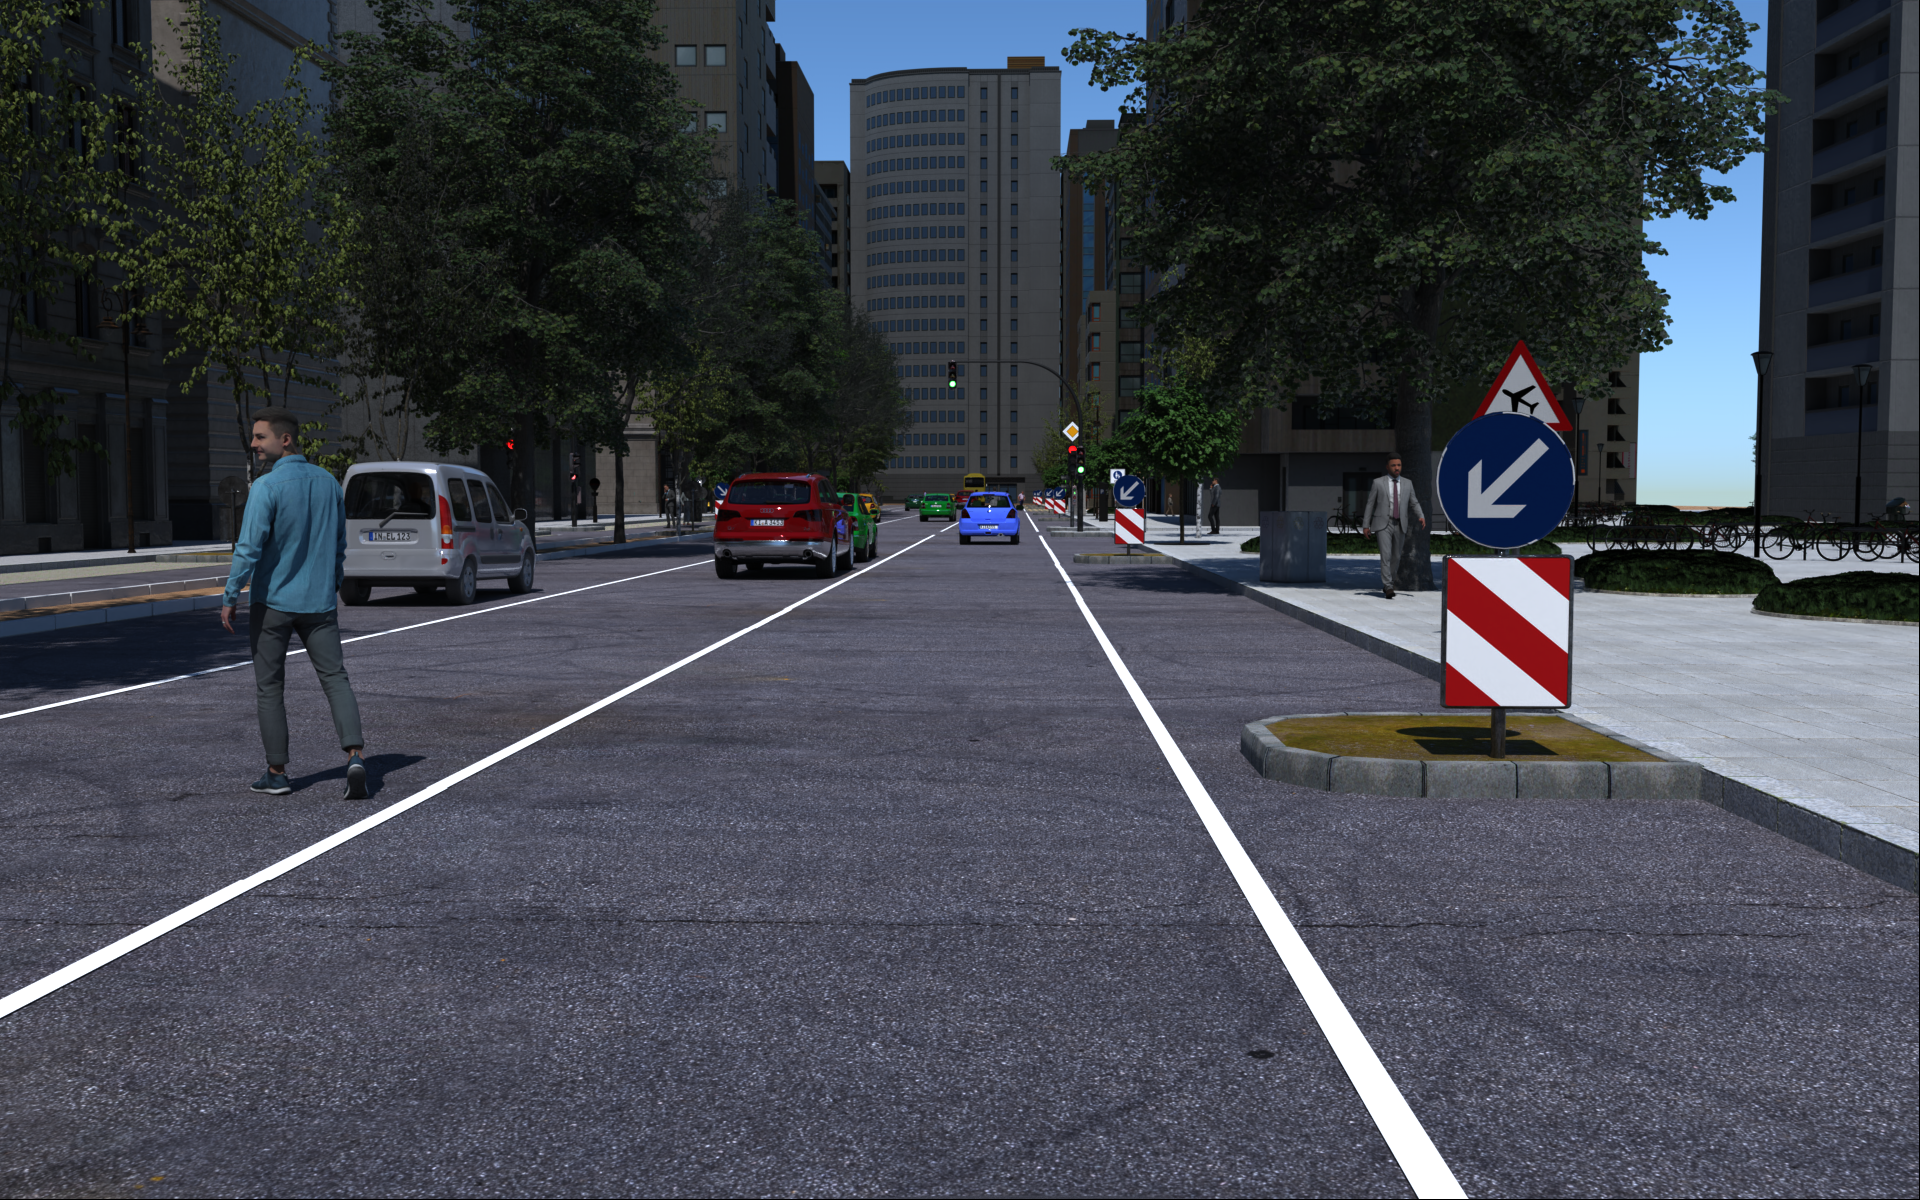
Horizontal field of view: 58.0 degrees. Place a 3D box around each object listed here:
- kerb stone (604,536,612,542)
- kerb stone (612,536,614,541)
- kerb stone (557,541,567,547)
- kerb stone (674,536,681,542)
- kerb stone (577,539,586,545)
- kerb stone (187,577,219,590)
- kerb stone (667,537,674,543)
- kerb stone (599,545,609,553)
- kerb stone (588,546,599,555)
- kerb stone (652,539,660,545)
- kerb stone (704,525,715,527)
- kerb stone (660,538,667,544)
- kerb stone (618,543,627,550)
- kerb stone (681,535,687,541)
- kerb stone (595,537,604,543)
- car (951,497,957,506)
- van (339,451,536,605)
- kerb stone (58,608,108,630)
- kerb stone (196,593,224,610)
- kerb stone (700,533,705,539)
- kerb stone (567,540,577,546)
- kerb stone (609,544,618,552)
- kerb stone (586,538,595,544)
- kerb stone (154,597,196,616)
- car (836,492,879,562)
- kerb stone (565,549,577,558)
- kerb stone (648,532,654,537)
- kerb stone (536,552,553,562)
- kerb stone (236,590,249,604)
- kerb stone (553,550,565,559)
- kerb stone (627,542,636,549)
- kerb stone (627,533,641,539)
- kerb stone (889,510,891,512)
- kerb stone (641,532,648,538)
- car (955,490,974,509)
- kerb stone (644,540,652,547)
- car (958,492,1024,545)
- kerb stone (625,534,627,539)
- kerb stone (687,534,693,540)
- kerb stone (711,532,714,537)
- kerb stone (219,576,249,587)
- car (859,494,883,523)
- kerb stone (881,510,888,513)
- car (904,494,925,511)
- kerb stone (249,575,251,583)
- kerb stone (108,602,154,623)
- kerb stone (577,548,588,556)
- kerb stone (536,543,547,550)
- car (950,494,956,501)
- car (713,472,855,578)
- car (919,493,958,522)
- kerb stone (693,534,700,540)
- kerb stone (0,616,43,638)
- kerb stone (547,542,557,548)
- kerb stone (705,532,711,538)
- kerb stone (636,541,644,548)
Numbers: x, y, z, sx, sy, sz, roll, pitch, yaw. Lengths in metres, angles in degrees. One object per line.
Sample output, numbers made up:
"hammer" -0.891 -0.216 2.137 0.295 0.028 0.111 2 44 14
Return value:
"kerb stone" -10.637 -1.800 51.636 0.120 0.150 1.000 0 4 2
"kerb stone" -10.599 -1.864 52.665 0.120 0.150 1.000 0 4 2
"kerb stone" -10.803 -1.486 46.509 0.120 0.150 1.000 0 4 2
"kerb stone" -8.550 -1.792 51.550 0.120 0.150 1.000 0 4 2
"kerb stone" -10.736 -1.611 48.560 0.120 0.150 1.000 0 4 2
"kerb stone" -11.451 -0.229 25.999 0.120 0.150 1.000 0 4 2
"kerb stone" -8.579 -1.733 50.523 0.120 0.150 1.000 0 4 2
"kerb stone" -8.830 -1.229 42.335 0.120 0.150 1.000 0 4 2
"kerb stone" -8.852 -1.168 41.311 0.120 0.150 1.000 0 4 2
"kerb stone" -8.637 -1.607 48.475 0.120 0.150 1.000 0 4 2
"kerb stone" -10.071 -2.896 69.543 0.120 0.150 1.000 0 4 2
"kerb stone" -8.613 -1.670 49.497 0.120 0.150 1.000 0 4 2
"kerb stone" -8.766 -1.357 44.388 0.120 0.150 1.000 0 4 2
"kerb stone" -8.507 -1.858 52.571 0.120 0.150 1.000 0 4 2
"kerb stone" -10.671 -1.738 50.614 0.120 0.150 1.000 0 4 2
"car" -1.188 -6.164 112.788 2.014 1.417 4.499 0 4 1
"van" -7.095 -1.022 23.724 2.013 2.044 4.112 0 4 2
"kerb stone" -9.580 0.212 18.764 0.120 0.150 1.000 0 4 2
"kerb stone" -9.475 0.022 21.846 0.120 0.150 1.000 0 4 2
"kerb stone" -8.411 -2.045 55.635 0.120 0.150 1.000 0 4 2
"kerb stone" -10.765 -1.550 47.533 0.120 0.150 1.000 0 4 2
"kerb stone" -8.799 -1.290 43.357 0.120 0.150 1.000 0 4 2
"kerb stone" -10.704 -1.675 49.589 0.120 0.150 1.000 0 4 2
"kerb stone" -9.509 0.084 20.817 0.120 0.150 1.000 0 4 2
"car" -2.784 -1.770 37.730 1.959 1.807 4.718 0 4 1
"kerb stone" -8.932 -1.044 39.265 0.120 0.150 1.000 0 4 2
"kerb stone" -10.442 -2.176 57.780 0.120 0.150 1.000 0 4 2
"kerb stone" -8.996 -0.915 37.221 0.120 0.150 1.000 0 4 2
"kerb stone" -9.450 -0.041 22.879 0.120 0.150 1.000 0 4 2
"kerb stone" -8.960 -0.976 38.243 0.120 0.150 1.000 0 4 2
"kerb stone" -8.730 -1.417 45.409 0.120 0.150 1.000 0 4 2
"kerb stone" -10.517 -2.051 55.737 0.120 0.150 1.000 0 4 2
"kerb stone" -5.808 -7.089 138.103 0.120 0.150 1.000 0 4 2
"kerb stone" -10.480 -2.114 56.759 0.120 0.150 1.000 0 4 2
"car" 0.609 -9.437 162.959 2.281 1.827 5.304 0 4 3
"kerb stone" -8.672 -1.543 47.454 0.120 0.150 1.000 0 4 2
"car" 0.878 -2.487 50.252 1.945 1.707 3.694 0 4 3
"kerb stone" -10.567 -1.923 53.687 0.120 0.150 1.000 0 4 2
"kerb stone" -8.480 -1.918 53.593 0.120 0.150 1.000 0 4 2
"kerb stone" -8.351 -2.169 57.678 0.120 0.150 1.000 0 4 2
"kerb stone" -11.414 -0.295 27.025 0.120 0.150 1.000 0 4 2
"car" -4.904 -4.685 86.827 2.015 1.641 3.980 0 4 1
"kerb stone" -5.898 -6.901 135.033 0.120 0.150 1.000 0 4 2
"car" -3.699 -8.274 147.073 2.131 1.459 4.920 0 4 1
"kerb stone" -11.387 -0.350 28.051 0.120 0.150 1.000 0 4 2
"kerb stone" -9.543 0.147 19.787 0.120 0.150 1.000 0 4 2
"kerb stone" -8.898 -1.107 40.290 0.120 0.150 1.000 0 4 2
"kerb stone" -10.869 -1.357 44.459 0.120 0.150 1.000 0 4 2
"car" -1.243 -12.635 216.806 2.015 1.641 3.980 0 4 2
"car" -3.090 -1.371 31.086 2.281 1.827 5.304 0 4 2
"car" -1.134 -5.023 90.921 1.959 1.807 4.718 0 4 3
"kerb stone" -8.442 -1.983 54.614 0.120 0.150 1.000 0 4 2
"kerb stone" -9.602 0.276 17.735 0.120 0.150 1.000 0 4 2
"kerb stone" -10.839 -1.423 45.485 0.120 0.150 1.000 0 4 2
"kerb stone" -8.375 -2.108 56.657 0.120 0.150 1.000 0 4 2
"kerb stone" -8.708 -1.482 46.432 0.120 0.150 1.000 0 4 2
